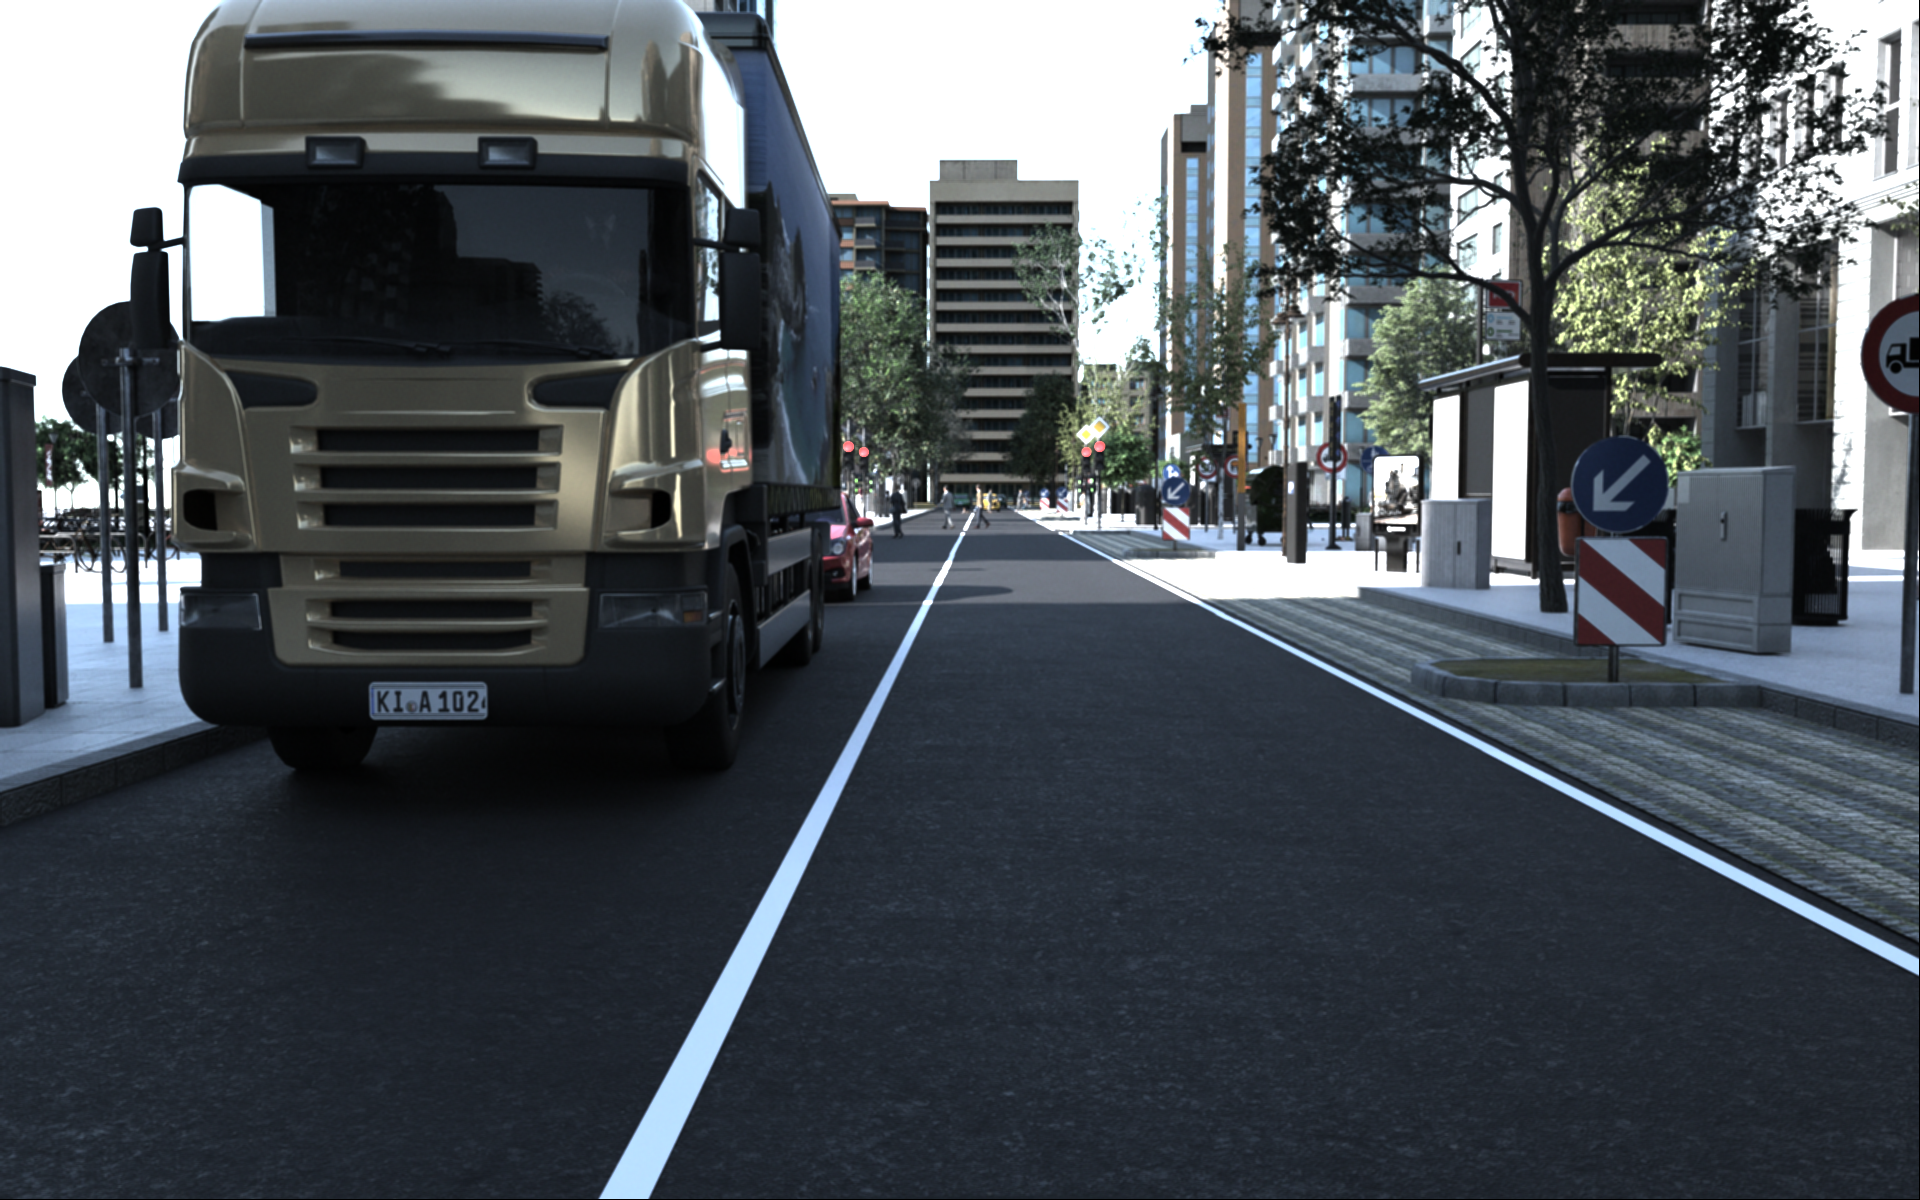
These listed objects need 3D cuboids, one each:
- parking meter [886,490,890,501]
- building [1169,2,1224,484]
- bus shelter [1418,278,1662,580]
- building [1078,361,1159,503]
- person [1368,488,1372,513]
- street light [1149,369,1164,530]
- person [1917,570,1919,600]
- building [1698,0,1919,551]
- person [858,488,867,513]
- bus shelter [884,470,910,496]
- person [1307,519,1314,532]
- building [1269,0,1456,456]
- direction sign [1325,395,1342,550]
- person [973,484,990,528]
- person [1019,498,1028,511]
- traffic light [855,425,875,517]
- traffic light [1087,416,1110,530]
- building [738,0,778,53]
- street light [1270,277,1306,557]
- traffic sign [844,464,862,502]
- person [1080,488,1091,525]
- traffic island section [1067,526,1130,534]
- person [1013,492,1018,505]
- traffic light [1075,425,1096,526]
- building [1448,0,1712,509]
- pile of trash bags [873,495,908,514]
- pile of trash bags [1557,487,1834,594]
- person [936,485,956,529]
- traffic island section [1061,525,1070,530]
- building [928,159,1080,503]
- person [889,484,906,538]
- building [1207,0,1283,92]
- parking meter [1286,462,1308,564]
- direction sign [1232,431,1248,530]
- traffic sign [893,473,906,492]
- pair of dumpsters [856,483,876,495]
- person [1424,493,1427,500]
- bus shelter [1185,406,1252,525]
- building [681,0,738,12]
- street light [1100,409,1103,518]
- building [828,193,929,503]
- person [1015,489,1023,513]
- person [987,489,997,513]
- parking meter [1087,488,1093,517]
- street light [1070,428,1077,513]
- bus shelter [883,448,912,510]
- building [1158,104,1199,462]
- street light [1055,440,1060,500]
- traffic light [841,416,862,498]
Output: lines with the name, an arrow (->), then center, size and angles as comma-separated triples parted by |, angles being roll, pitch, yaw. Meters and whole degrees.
parking meter -> -4.539, -6.030, 106.998 | 0.372, 1.533, 0.369 | 0, 3, 0
building -> 34.299, -52.768, 175.435 | 22.319, 86.520, 31.000 | 0, 4, 1
bus shelter -> 9.408, -3.202, 29.978 | 2.179, 5.291, 8.768 | 0, 4, 1
building -> 32.737, -25.189, 256.874 | 28.899, 21.520, 27.650 | 0, 4, 1
person -> 25.698, -6.170, 107.671 | 0.466, 1.731, 0.760 | -3, 5, -41
street light -> 7.024, -5.452, 61.928 | 0.468, 5.910, 1.993 | 0, 4, 1
person -> 11.872, -0.888, 20.898 | 0.599, 1.781, 0.374 | 2, 4, 32
building -> 25.807, -15.609, 32.695 | 11.434, 29.767, 29.804 | 0, 4, 1
person -> -6.692, -6.856, 118.119 | 0.580, 1.828, 0.573 | -3, 4, -39
bus shelter -> -4.962, -8.521, 133.233 | 2.014, 3.302, 5.546 | 0, 4, 1
person -> 11.576, -3.184, 58.125 | 0.620, 1.820, 0.660 | -1, 4, -17
building -> 35.575, -31.132, 128.620 | 23.786, 49.044, 30.456 | 0, 4, 1
direction sign -> 8.658, -2.939, 40.050 | 0.379, 3.537, 0.876 | 0, 4, -4
person -> 0.878, -3.931, 72.686 | 0.836, 1.842, 0.656 | -2, 4, -26
person -> 5.344, -7.889, 142.981 | 0.738, 1.151, 1.012 | -2, 4, -31
traffic light -> -3.866, -4.984, 70.407 | 0.839, 4.253, 0.868 | 0, 4, 1
traffic light -> 4.988, -4.489, 62.319 | 0.839, 4.253, 0.868 | 0, 4, 1
building -> -32.768, -53.989, 195.389 | 31.000, 86.520, 22.319 | 0, 4, 1
street light -> 6.648, -3.822, 35.270 | 0.468, 5.910, 1.993 | 0, 4, 1
traffic sign -> -4.496, -4.432, 72.571 | 0.768, 2.556, 0.104 | 0, 4, 5
person -> 5.517, -4.096, 76.470 | 0.512, 1.701, 0.522 | 2, 4, 33
traffic island section -> 5.028, -2.456, 62.432 | 2.009, 0.180, 2.903 | 0, 4, 1
person -> 6.637, -11.979, 205.153 | 0.742, 1.727, 0.445 | 0, 4, -4
traffic light -> 5.095, -4.978, 70.303 | 0.839, 4.253, 0.868 | 0, 4, 1
building -> 34.264, -19.484, 90.264 | 14.107, 30.474, 14.160 | 0, 4, 1
pile of trash bags -> -4.747, -6.261, 112.123 | 1.912, 1.369, 3.447 | -2, 4, -25
pile of trash bags -> 9.691, -0.817, 23.116 | 3.447, 1.369, 1.912 | 0, 4, 5
person -> -0.513, -3.811, 71.077 | 0.850, 1.792, 0.678 | 3, 5, 40
traffic island section -> 5.135, -2.944, 70.417 | 2.009, 0.180, 2.903 | 0, 4, 1
building -> 6.291, -38.490, 253.015 | 21.600, 48.544, 21.300 | 0, 4, 1
person -> -2.016, -2.908, 56.463 | 0.534, 1.772, 0.576 | 1, 4, 17
building -> 29.664, -30.828, 154.145 | 14.600, 45.320, 14.200 | 0, 4, 1
parking meter -> 6.198, -1.601, 31.888 | 0.255, 1.863, 0.399 | -1, 4, -16
direction sign -> 10.059, -4.295, 62.215 | 0.876, 3.537, 0.379 | -3, 5, -44
traffic sign -> -3.598, -6.246, 102.234 | 0.768, 2.556, 0.104 | 0, 4, 2
pair of dumpsters -> -7.375, -8.429, 140.305 | 1.574, 2.255, 4.437 | 0, 4, 1
person -> 20.339, -4.309, 76.844 | 0.721, 1.781, 0.623 | 1, 4, 18
bus shelter -> 11.234, -6.062, 76.753 | 2.179, 5.291, 8.768 | 0, 4, 1
building -> -28.372, -43.828, 154.840 | 20.563, 71.187, 20.611 | 0, 4, 1
street light -> 7.513, -7.309, 92.292 | 0.468, 5.910, 1.993 | 0, 4, 1
building -> -18.929, -36.676, 254.284 | 28.867, 44.769, 22.147 | 0, 4, 1
person -> 4.584, -7.684, 134.403 | 0.573, 1.790, 0.520 | 1, 4, 14
person -> 2.375, -7.636, 133.470 | 0.853, 1.813, 0.709 | 2, 4, 28
parking meter -> 7.219, -5.542, 96.325 | 0.255, 1.863, 0.399 | -2, 4, -24
street light -> 7.763, -8.897, 118.254 | 0.468, 5.910, 1.993 | 0, 4, 1
bus shelter -> -5.152, -10.018, 141.426 | 2.179, 5.291, 8.768 | 0, 4, 1
building -> 30.573, -33.612, 199.661 | 14.600, 45.320, 14.200 | 0, 4, 1
street light -> 8.115, -10.521, 144.801 | 0.468, 5.910, 1.993 | 0, 4, 1
traffic light -> -3.972, -4.496, 62.422 | 0.839, 4.253, 0.868 | 0, 4, 1
